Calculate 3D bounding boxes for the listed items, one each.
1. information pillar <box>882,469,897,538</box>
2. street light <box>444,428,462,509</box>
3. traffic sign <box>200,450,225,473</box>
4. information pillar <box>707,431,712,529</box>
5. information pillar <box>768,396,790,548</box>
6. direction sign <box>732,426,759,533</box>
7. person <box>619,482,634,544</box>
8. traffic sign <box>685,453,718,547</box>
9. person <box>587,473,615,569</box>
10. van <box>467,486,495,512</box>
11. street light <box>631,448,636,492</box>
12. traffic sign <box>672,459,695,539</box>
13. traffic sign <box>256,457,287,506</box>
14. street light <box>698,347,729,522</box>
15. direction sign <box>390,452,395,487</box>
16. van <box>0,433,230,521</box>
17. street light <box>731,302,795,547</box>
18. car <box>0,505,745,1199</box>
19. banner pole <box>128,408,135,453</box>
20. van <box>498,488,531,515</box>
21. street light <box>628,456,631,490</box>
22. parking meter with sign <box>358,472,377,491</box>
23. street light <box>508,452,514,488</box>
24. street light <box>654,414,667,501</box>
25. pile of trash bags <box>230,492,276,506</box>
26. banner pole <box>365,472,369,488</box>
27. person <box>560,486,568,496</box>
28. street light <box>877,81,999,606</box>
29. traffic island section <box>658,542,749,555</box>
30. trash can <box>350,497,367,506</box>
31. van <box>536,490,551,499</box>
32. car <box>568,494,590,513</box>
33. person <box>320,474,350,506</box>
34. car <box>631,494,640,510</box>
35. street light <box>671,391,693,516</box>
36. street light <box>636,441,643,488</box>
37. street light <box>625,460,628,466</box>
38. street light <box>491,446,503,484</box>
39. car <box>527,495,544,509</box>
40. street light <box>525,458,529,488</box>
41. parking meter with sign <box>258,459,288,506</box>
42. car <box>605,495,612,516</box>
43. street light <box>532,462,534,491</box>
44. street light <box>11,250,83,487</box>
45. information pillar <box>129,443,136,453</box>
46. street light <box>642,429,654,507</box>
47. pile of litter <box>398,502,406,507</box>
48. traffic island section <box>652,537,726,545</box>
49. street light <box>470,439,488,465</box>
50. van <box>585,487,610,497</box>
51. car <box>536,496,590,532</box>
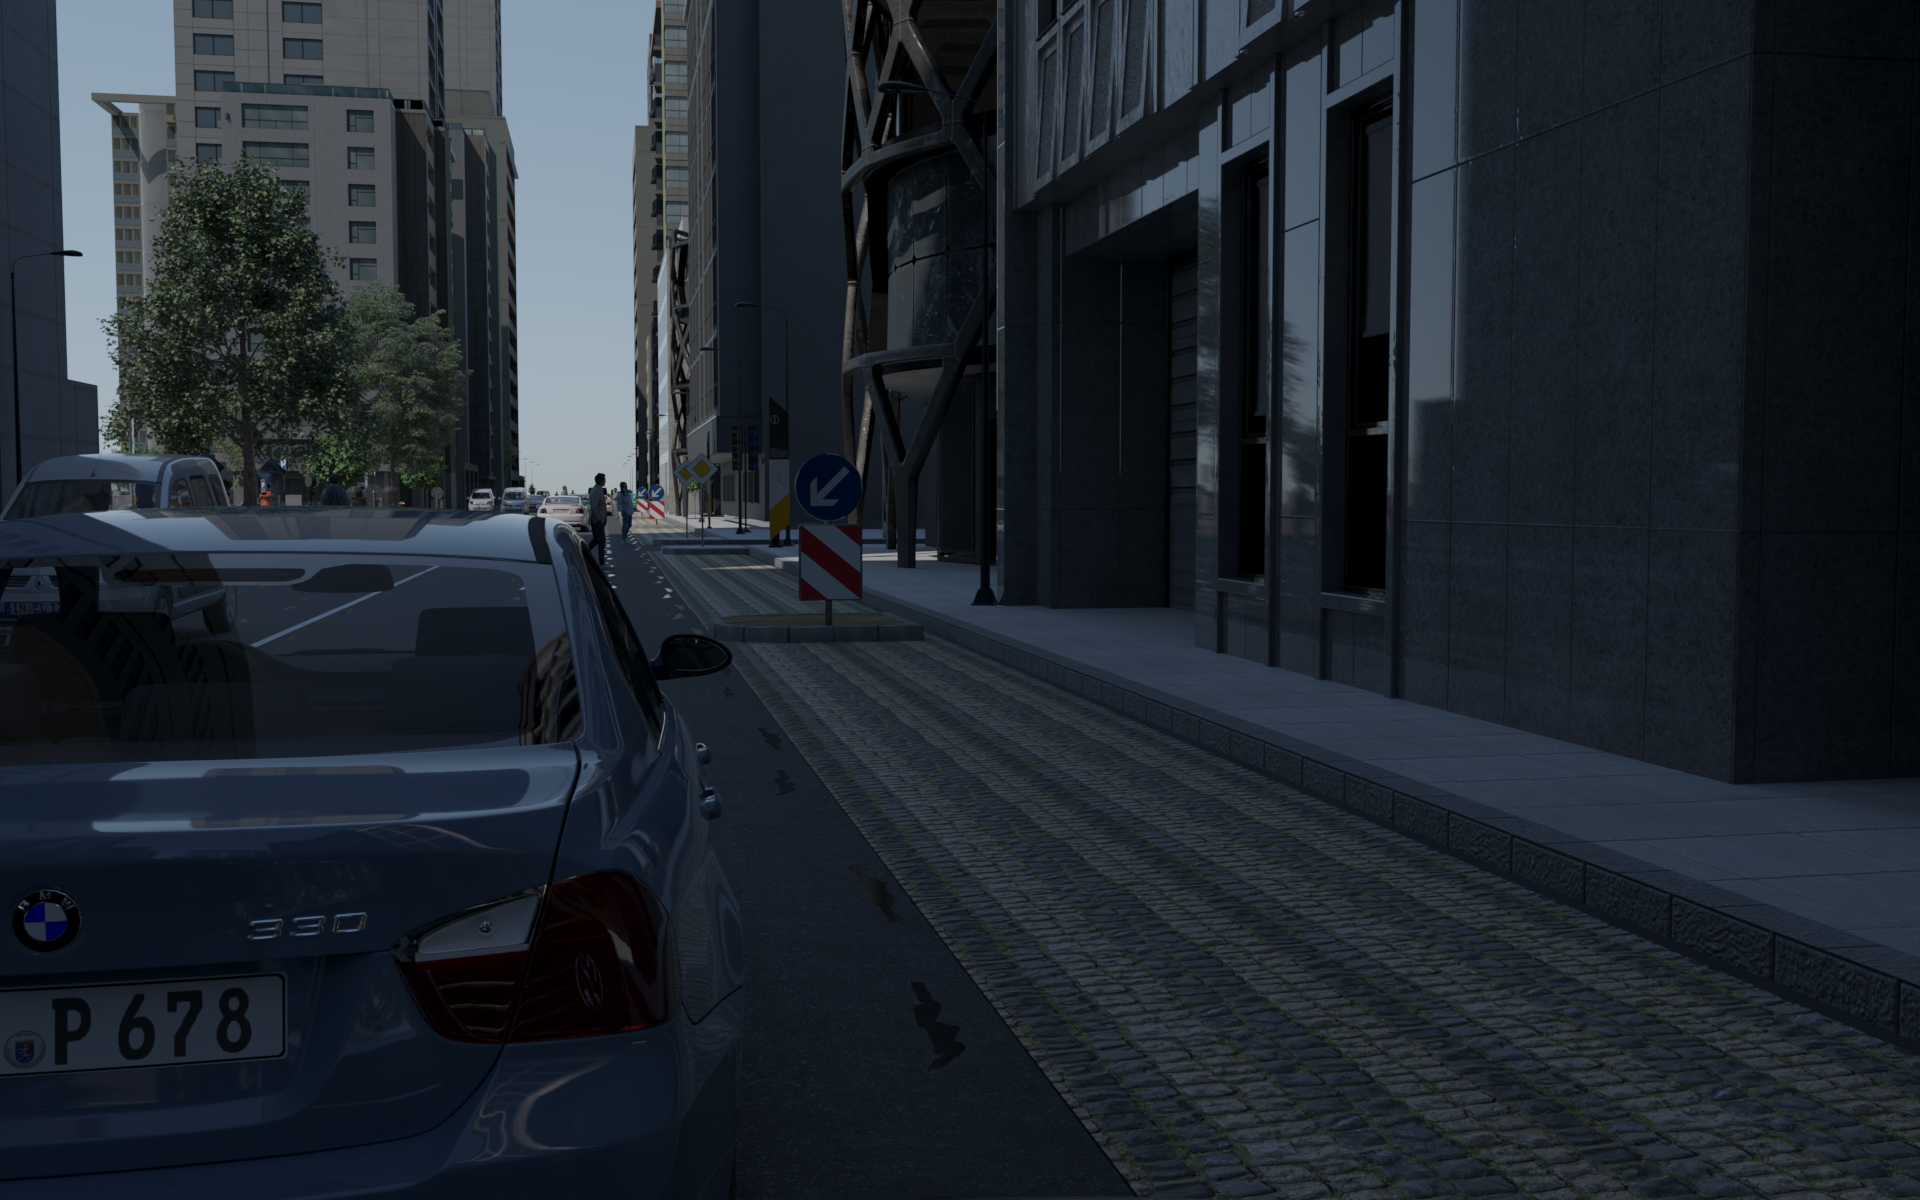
[{"bbox_3d":[-2.048,-2.807,50.385,0.304,2.012,0.304,2,4,28],"label":"information pillar"},{"bbox_3d":[-35.860,-9.165,122.391,1.470,5.913,1.316,-1,4,-12],"label":"street light"},{"bbox_3d":[-17.263,-2.206,39.705,0.795,2.450,0.064,-1,4,-12],"label":"traffic sign"},{"bbox_3d":[-9.346,-4.469,64.427,0.183,3.616,0.504,0,4,-4],"label":"information pillar"},{"bbox_3d":[-4.340,-3.065,41.467,0.504,3.616,0.183,0,4,-1],"label":"information pillar"},{"bbox_3d":[-7.132,-4.011,57.572,0.876,3.537,0.379,-1,4,-15],"label":"direction sign"},{"bbox_3d":[-9.652,-2.521,49.978,0.793,1.790,0.793,-1,4,-16],"label":"person"},{"bbox_3d":[-6.245,-2.343,41.946,0.795,2.450,0.064,-1,4,-12],"label":"traffic sign"},{"bbox_3d":[-7.045,-1.525,33.286,0.795,1.843,0.661,-1,4,-9],"label":"person"},{"bbox_3d":[-34.997,-7.321,126.712,2.013,2.044,4.112,-1,4,-12],"label":"van"},{"bbox_3d":[-32.251,-12.395,175.205,1.470,5.913,1.316,-1,4,-12],"label":"street light"},{"bbox_3d":[-7.857,-2.821,49.767,0.795,2.450,0.064,-1,4,-12],"label":"traffic sign"},{"bbox_3d":[-18.875,-2.684,47.526,0.795,2.450,0.064,-1,4,-12],"label":"traffic sign"},{"bbox_3d":[-7.537,-5.040,54.945,1.470,5.913,1.316,-1,4,-12],"label":"street light"},{"bbox_3d":[-30.463,-6.180,93.041,0.379,3.537,0.876,0,4,-7],"label":"direction sign"},{"bbox_3d":[-8.190,-0.590,16.654,2.013,2.044,4.112,-1,4,-10],"label":"van"},{"bbox_3d":[-4.751,-4.261,42.205,1.470,5.913,1.316,-1,4,-12],"label":"street light"},{"bbox_3d":[-1.521,0.479,4.176,2.014,1.417,4.499,-1,4,-12],"label":"car"},{"bbox_3d":[-24.123,-3.701,50.535,0.401,3.779,0.863,-2,4,-32],"label":"banner pole"},{"bbox_3d":[-28.578,-6.374,111.222,2.013,2.044,4.112,-1,4,-12],"label":"van"},{"bbox_3d":[-36.986,-13.828,198.631,1.470,5.913,1.316,-1,4,-12],"label":"street light"},{"bbox_3d":[-40.018,-7.330,116.099,1.738,3.016,0.543,-2,4,-28],"label":"parking meter with sign"},{"bbox_3d":[-49.770,-13.330,190.487,1.470,5.913,1.316,-1,4,-12],"label":"street light"},{"bbox_3d":[-16.929,-7.859,101.041,1.470,5.913,1.316,-1,4,-12],"label":"street light"},{"bbox_3d":[-28.934,-3.667,69.710,3.447,1.369,1.912,1,4,23],"label":"pile of trash bags"},{"bbox_3d":[-37.183,-7.254,108.612,0.401,3.779,0.863,-3,5,-39],"label":"banner pole"},{"bbox_3d":[-17.643,-4.214,77.505,0.767,1.812,0.694,-2,4,-24],"label":"person"},{"bbox_3d":[-0.240,-2.888,19.768,1.470,5.913,1.316,-1,4,-12],"label":"street light"},{"bbox_3d":[-6.224,-1.208,42.028,2.009,0.180,2.903,-1,4,-12],"label":"traffic island section"},{"bbox_3d":[-26.944,-4.039,77.690,0.748,1.137,0.748,0,3,0],"label":"trash can"},{"bbox_3d":[-45.210,-11.055,187.765,2.013,2.044,4.112,-1,4,-11],"label":"van"},{"bbox_3d":[-21.239,-5.193,96.704,2.131,1.459,4.920,-1,4,-11],"label":"car"},{"bbox_3d":[-12.140,-1.535,33.694,0.679,1.850,0.850,1,4,17],"label":"person"},{"bbox_3d":[-26.119,-7.886,137.736,1.959,1.807,4.718,-1,4,-12],"label":"car"},{"bbox_3d":[-12.299,-6.487,78.608,1.470,5.913,1.316,-1,4,-12],"label":"street light"},{"bbox_3d":[-27.534,-11.026,152.810,1.470,5.913,1.316,-1,4,-12],"label":"street light"},{"bbox_3d":[-39.892,-14.627,211.689,1.470,5.913,1.316,-1,4,-12],"label":"street light"},{"bbox_3d":[-45.192,-11.947,167.881,1.470,5.913,1.316,-1,4,-12],"label":"street light"},{"bbox_3d":[-35.886,-8.174,146.002,2.083,1.381,4.827,-1,4,-13],"label":"car"},{"bbox_3d":[-57.128,-15.496,225.897,1.470,5.913,1.316,-1,4,-12],"label":"street light"},{"bbox_3d":[-33.512,-5.366,83.997,0.543,3.016,1.738,3,4,38],"label":"parking meter with sign"},{"bbox_3d":[-24.044,-6.266,114.809,2.083,1.381,4.827,-1,4,-13],"label":"car"},{"bbox_3d":[-61.774,-16.883,248.579,1.470,5.913,1.316,-1,4,-12],"label":"street light"},{"bbox_3d":[-17.386,-3.698,33.006,1.470,5.913,1.316,-1,4,-12],"label":"street light"},{"bbox_3d":[-37.095,-5.283,77.726,0.504,3.616,0.183,3,5,41],"label":"information pillar"},{"bbox_3d":[-22.934,-9.654,130.391,1.470,5.913,1.316,-1,4,-12],"label":"street light"},{"bbox_3d":[-31.559,-5.101,97.364,1.719,0.858,1.176,2,4,30],"label":"pile of litter"},{"bbox_3d":[-7.836,-1.686,49.849,2.009,0.180,2.903,-1,4,-12],"label":"traffic island section"},{"bbox_3d":[-40.563,-10.577,145.468,1.470,5.913,1.316,-1,4,-12],"label":"street light"},{"bbox_3d":[-33.086,-9.401,158.083,2.240,2.365,5.245,-1,4,-12],"label":"van"},{"bbox_3d":[-15.249,-3.320,66.636,2.083,1.381,4.827,-1,4,-11],"label":"car"}]
